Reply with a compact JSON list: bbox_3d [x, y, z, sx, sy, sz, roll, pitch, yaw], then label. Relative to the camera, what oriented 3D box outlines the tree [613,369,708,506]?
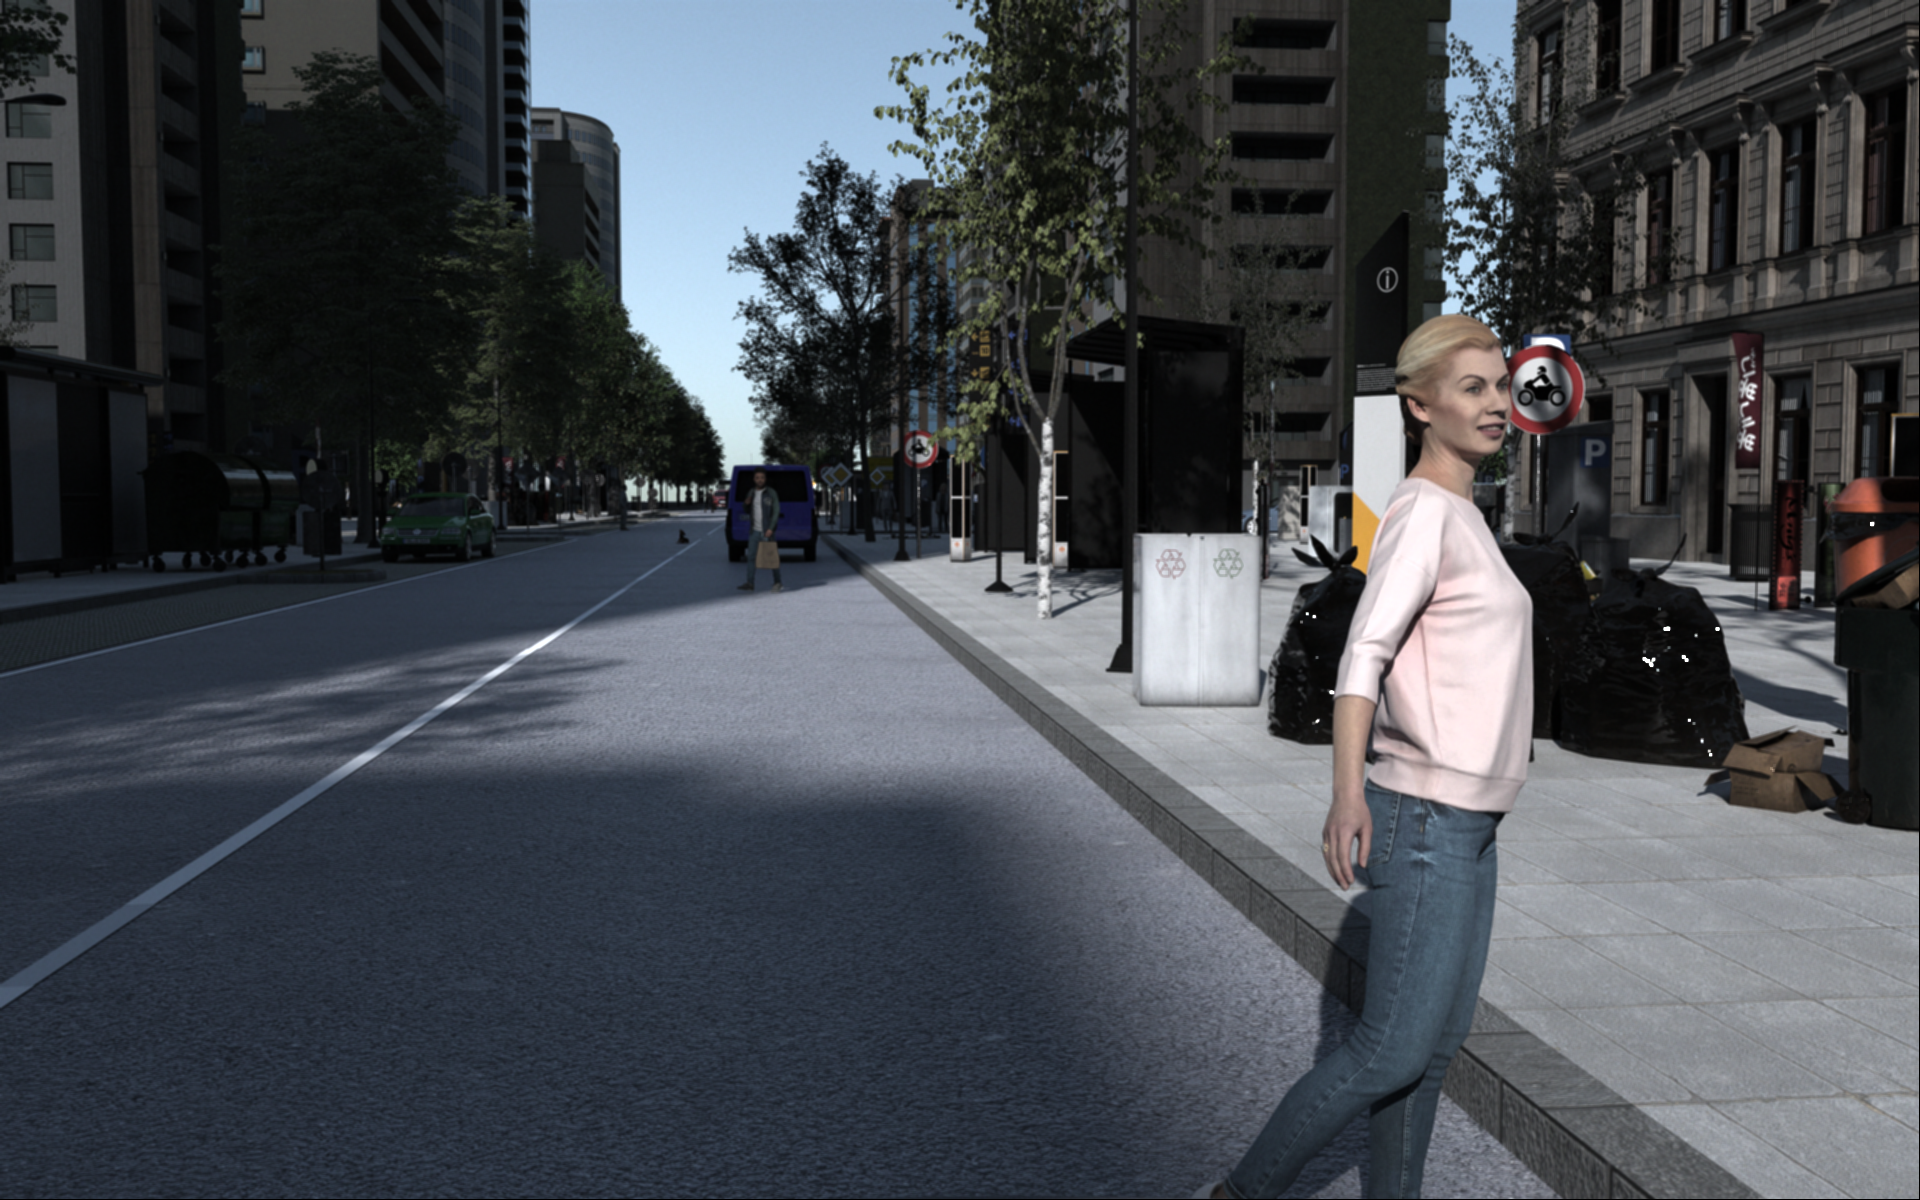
[{"bbox_3d":[-26.155,-14.120,148.987,7.486,12.596,7.792,0,3,0],"label":"tree"}]

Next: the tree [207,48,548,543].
[{"bbox_3d":[-15.671,-7.777,45.280,7.486,12.596,7.792,0,3,0],"label":"tree"}]

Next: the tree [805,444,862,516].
[{"bbox_3d":[-7.596,-7.353,103.938,4.285,4.588,4.351,0,3,0],"label":"tree"}]

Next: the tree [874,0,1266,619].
[{"bbox_3d":[0.971,-4.127,17.840,4.737,8.622,4.395,0,3,0],"label":"tree"}]

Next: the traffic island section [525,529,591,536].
[{"bbox_3d":[-14.091,-2.361,60.883,2.009,0.180,2.903,0,4,-6],"label":"traffic island section"}]

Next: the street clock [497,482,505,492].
[{"bbox_3d":[-27.069,-5.971,102.189,0.358,2.002,0.471,2,4,33],"label":"street clock"}]

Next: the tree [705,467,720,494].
[{"bbox_3d":[-39.536,-19.625,271.227,4.737,8.622,4.395,0,3,0],"label":"tree"}]

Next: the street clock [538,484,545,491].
[{"bbox_3d":[-29.149,-7.104,120.716,0.471,2.002,0.358,-2,4,-33],"label":"street clock"}]

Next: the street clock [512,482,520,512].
[{"bbox_3d":[-25.907,-5.900,101.040,0.358,2.002,0.471,2,4,26],"label":"street clock"}]

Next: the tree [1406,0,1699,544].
[{"bbox_3d":[8.508,-4.626,25.996,4.360,8.622,3.978,0,3,0],"label":"tree"}]

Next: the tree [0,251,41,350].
[{"bbox_3d":[-24.580,-5.580,41.591,4.360,8.622,3.978,0,3,0],"label":"tree"}]

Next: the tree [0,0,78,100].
[{"bbox_3d":[-11.006,-5.367,13.511,9.928,11.665,9.643,0,3,0],"label":"tree"}]

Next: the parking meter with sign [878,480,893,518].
[{"bbox_3d":[-3.746,-5.836,91.674,0.543,3.016,1.738,-3,4,-38],"label":"parking meter with sign"}]

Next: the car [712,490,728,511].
[{"bbox_3d":[-20.544,-8.680,150.593,2.281,1.827,5.304,0,4,-6],"label":"car"}]

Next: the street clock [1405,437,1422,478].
[{"bbox_3d":[4.506,-0.769,17.142,0.471,2.002,0.358,-3,5,-41],"label":"street clock"}]

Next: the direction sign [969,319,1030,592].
[{"bbox_3d":[0.513,-1.880,22.740,0.876,3.537,0.379,2,4,27],"label":"direction sign"}]

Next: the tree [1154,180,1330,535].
[{"bbox_3d":[6.642,-5.469,39.776,4.360,8.622,3.978,0,3,0],"label":"tree"}]

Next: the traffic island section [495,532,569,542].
[{"bbox_3d":[-13.220,-1.876,52.945,2.009,0.180,2.903,0,4,-6],"label":"traffic island section"}]

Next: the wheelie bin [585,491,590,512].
[{"bbox_3d":[-26.060,-6.990,122.197,0.693,1.594,0.980,0,4,1],"label":"wheelie bin"}]

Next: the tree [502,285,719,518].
[{"bbox_3d":[-20.045,-10.823,93.959,9.611,12.733,9.660,0,3,0],"label":"tree"}]

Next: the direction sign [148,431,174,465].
[{"bbox_3d":[-28.714,-4.297,62.254,0.876,3.537,0.379,-1,4,-17],"label":"direction sign"}]

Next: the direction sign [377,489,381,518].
[{"bbox_3d":[-31.087,-6.165,92.789,0.379,3.537,0.876,-2,4,-30],"label":"direction sign"}]

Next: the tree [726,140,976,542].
[{"bbox_3d":[-2.751,-6.846,46.337,7.601,10.594,8.767,0,4,3],"label":"tree"}]

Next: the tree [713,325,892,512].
[{"bbox_3d":[-9.616,-13.004,122.978,12.009,13.543,11.850,0,3,0],"label":"tree"}]

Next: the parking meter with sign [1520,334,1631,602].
[{"bbox_3d":[6.476,-1.339,18.156,0.543,3.016,1.738,0,4,-6],"label":"parking meter with sign"}]

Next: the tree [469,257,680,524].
[{"bbox_3d":[-17.707,-9.154,75.419,9.928,11.665,9.643,0,3,0],"label":"tree"}]

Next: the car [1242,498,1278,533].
[{"bbox_3d":[11.428,-2.949,60.225,4.499,1.417,2.014,0,4,-8],"label":"car"}]

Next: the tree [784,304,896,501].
[{"bbox_3d":[-4.599,-7.075,66.047,4.360,8.622,3.978,0,3,0],"label":"tree"}]

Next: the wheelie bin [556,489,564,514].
[{"bbox_3d":[-26.011,-6.349,111.713,0.980,1.594,0.693,3,4,39],"label":"wheelie bin"}]

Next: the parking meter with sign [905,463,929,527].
[{"bbox_3d":[-1.582,-4.437,68.812,0.543,3.016,1.738,-2,4,-25],"label":"parking meter with sign"}]

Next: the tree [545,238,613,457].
[{"bbox_3d":[-17.526,-9.053,66.138,7.486,12.596,7.792,0,3,0],"label":"tree"}]

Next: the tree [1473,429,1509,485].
[{"bbox_3d":[22.635,-5.604,75.336,4.285,4.588,4.351,0,3,0],"label":"tree"}]

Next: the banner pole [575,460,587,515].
[{"bbox_3d":[-23.423,-7.146,106.850,0.401,3.779,0.863,3,5,43],"label":"banner pole"}]

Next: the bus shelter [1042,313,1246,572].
[{"bbox_3d":[2.614,-2.103,25.662,1.731,3.624,6.357,0,4,-6],"label":"bus shelter"}]

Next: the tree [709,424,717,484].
[{"bbox_3d":[-31.865,-16.824,193.192,7.486,12.596,7.792,0,3,0],"label":"tree"}]

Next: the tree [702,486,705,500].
[{"bbox_3d":[-38.138,-18.827,258.188,4.360,8.622,3.978,0,3,0],"label":"tree"}]

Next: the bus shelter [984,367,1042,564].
[{"bbox_3d":[1.361,-2.666,34.872,1.731,3.624,6.357,0,4,-6],"label":"bus shelter"}]

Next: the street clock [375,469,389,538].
[{"bbox_3d":[-16.767,-2.794,50.246,0.471,2.002,0.358,3,5,39],"label":"street clock"}]

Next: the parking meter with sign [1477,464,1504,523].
[{"bbox_3d":[16.306,-3.517,53.767,0.543,3.016,1.738,0,4,3],"label":"parking meter with sign"}]

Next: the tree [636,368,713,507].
[{"bbox_3d":[-29.228,-15.799,168.685,12.009,13.543,11.850,0,3,0],"label":"tree"}]

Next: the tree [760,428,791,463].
[{"bbox_3d":[-23.506,-19.141,238.702,9.928,11.665,9.643,0,3,0],"label":"tree"}]

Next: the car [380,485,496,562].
[{"bbox_3d":[-11.288,-1.763,37.623,1.959,1.807,4.718,0,4,-5],"label":"car"}]

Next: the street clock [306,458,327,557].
[{"bbox_3d":[-13.091,-1.878,35.273,0.471,2.002,0.358,3,5,41],"label":"street clock"}]

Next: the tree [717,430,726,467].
[{"bbox_3d":[-37.420,-20.327,250.467,7.486,12.596,7.792,0,3,0],"label":"tree"}]

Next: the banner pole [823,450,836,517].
[{"bbox_3d":[-7.329,-6.595,97.844,0.863,3.779,0.401,-3,4,-37],"label":"banner pole"}]

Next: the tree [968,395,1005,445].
[{"bbox_3d":[2.601,-9.855,111.485,4.360,8.622,3.978,0,3,0],"label":"tree"}]

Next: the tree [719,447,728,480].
[{"bbox_3d":[-33.090,-18.011,211.490,9.611,12.733,9.660,0,3,0],"label":"tree"}]

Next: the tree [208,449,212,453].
[{"bbox_3d":[-31.650,-4.819,73.391,1.663,3.219,1.824,0,3,0],"label":"tree"}]
